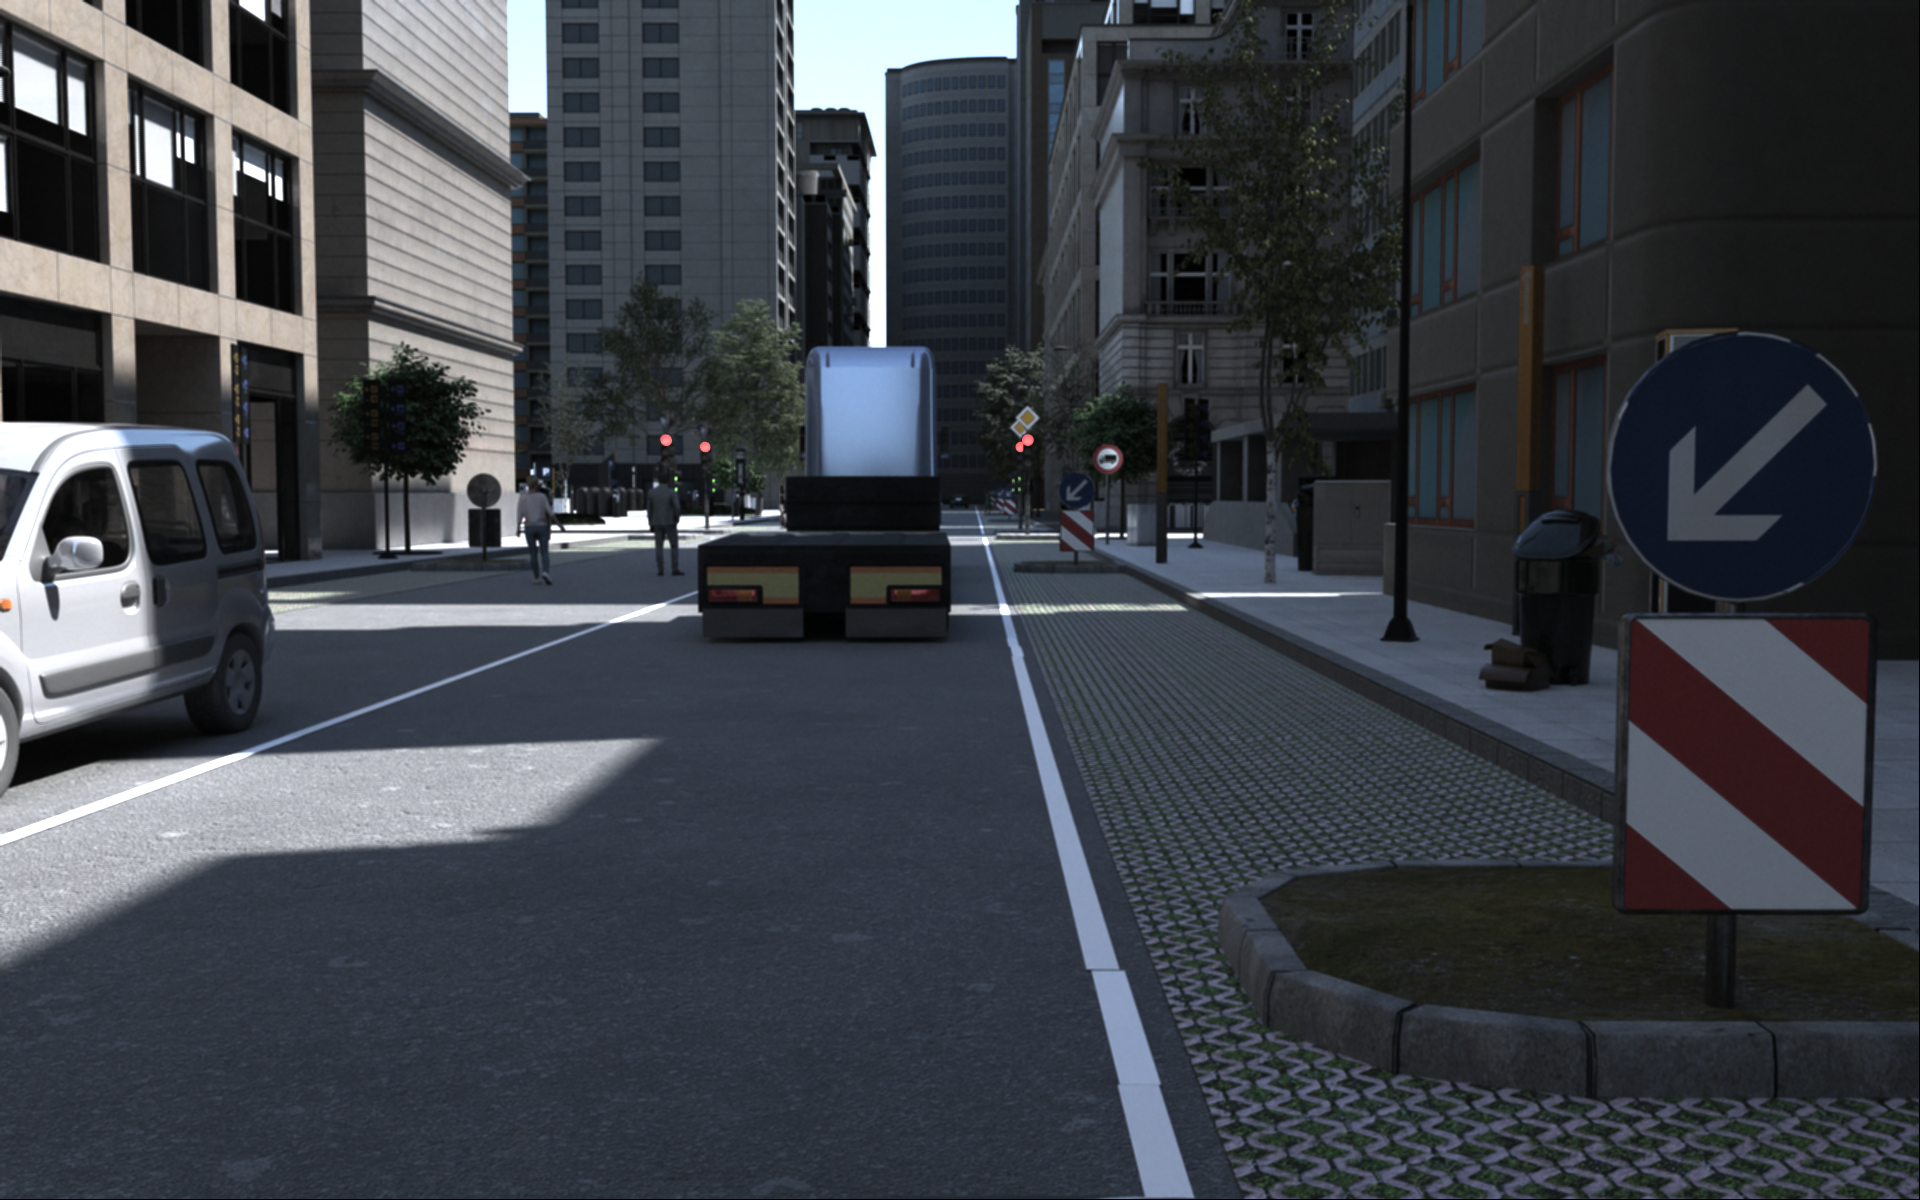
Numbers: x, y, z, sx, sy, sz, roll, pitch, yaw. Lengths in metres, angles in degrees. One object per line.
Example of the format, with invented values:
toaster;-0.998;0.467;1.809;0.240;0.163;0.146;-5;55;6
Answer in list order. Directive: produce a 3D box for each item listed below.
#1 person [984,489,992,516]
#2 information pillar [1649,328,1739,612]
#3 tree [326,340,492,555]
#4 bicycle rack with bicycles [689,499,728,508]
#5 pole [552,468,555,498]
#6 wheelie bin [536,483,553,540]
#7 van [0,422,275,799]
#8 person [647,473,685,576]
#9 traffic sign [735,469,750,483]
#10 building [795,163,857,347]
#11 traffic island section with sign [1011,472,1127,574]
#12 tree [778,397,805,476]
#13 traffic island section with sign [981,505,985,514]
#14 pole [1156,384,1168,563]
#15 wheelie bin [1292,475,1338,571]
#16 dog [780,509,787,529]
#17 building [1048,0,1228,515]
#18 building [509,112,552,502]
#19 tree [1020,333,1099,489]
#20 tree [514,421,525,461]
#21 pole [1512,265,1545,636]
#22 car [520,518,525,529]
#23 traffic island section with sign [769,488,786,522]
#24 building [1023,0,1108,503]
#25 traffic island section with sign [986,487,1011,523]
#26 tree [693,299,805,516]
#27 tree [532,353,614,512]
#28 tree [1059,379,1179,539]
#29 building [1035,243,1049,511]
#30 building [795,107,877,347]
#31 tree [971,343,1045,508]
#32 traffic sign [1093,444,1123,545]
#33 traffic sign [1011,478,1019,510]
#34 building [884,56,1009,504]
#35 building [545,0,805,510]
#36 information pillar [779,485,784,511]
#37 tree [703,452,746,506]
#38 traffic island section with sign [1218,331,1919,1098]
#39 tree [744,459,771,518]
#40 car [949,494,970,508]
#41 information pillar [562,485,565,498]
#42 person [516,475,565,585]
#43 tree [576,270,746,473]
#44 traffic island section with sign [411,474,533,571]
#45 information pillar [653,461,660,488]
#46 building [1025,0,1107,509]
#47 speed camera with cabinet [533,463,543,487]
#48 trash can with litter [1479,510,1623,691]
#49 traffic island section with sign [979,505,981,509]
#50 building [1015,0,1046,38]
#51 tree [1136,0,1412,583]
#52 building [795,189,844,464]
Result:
person;1.825;-6.398;113.349;0.529;1.795;0.600;0;4;-7
information pillar;3.323;-0.207;7.877;0.304;2.012;0.304;1;4;13
tree;-11.780;-3.265;37.095;4.285;4.588;4.351;0;3;0
bicycle rack with bicycles;-17.884;-6.682;122.638;2.925;0.926;2.852;-3;4;-37
pole;-31.615;-8.618;134.744;0.158;3.312;0.155;0;3;0
wheelie bin;-11.660;-2.462;48.156;0.693;1.594;0.980;-1;4;-18
van;-5.172;-0.126;9.074;2.013;2.044;4.112;0;4;2
person;-5.199;-1.340;30.509;0.635;1.810;0.391;0;4;-1
traffic sign;-10.752;-5.228;85.583;0.768;2.556;0.104;1;4;8
building;-24.084;-30.882;196.803;23.993;40.220;32.217;0;4;0
traffic island section with sign;2.000;-1.428;31.975;1.989;1.847;2.006;0;4;0
tree;-11.522;-10.781;126.630;4.737;8.622;4.395;0;3;0
traffic island section with sign;2.595;-6.517;115.173;1.989;1.847;2.006;0;4;0
pole;3.746;-2.340;32.095;0.158;3.312;0.155;0;3;0
wheelie bin;6.014;-1.291;29.018;0.980;1.594;0.693;1;4;21
dog;-7.134;-3.336;71.380;0.800;0.831;0.513;-2;4;-32
building;15.432;-17.986;98.580;19.350;26.468;34.151;0;4;0
building;-50.480;-33.452;201.564;28.867;44.769;22.147;0;4;0
tree;4.856;-7.832;78.407;4.360;8.622;3.978;0;3;0
tree;-36.112;-11.256;134.395;4.737;8.622;4.395;0;3;0
pole;5.122;-1.331;15.599;0.158;3.312;0.155;0;3;0
car;-17.255;-2.892;59.654;4.827;1.381;2.083;0;4;1
traffic island section with sign;-8.713;-4.904;88.814;1.989;1.847;2.006;0;4;0
building;16.929;-44.951;173.202;20.563;71.187;20.611;0;4;0
traffic island section with sign;2.394;-4.828;87.565;1.989;1.847;2.006;0;4;0
tree;-12.089;-11.208;101.377;7.486;12.596;7.792;0;3;0
tree;-20.546;-8.589;90.800;4.360;8.622;3.978;0;3;0
tree;4.581;-4.042;49.794;4.285;4.588;4.351;0;3;0
building;11.671;-17.793;127.079;11.583;22.565;21.152;0;4;0
building;-23.551;-39.575;236.292;27.495;52.752;28.713;0;4;0
tree;5.549;-14.562;144.742;9.857;13.997;8.962;0;3;0
traffic sign;3.752;-2.684;43.987;0.768;2.556;0.104;0;4;5
traffic sign;4.413;-8.318;136.110;0.768;2.556;0.104;0;4;7
building;4.270;-42.175;231.563;28.212;58.520;21.231;0;4;0
building;-22.496;-43.359;147.178;20.563;71.187;20.611;0;4;0
information pillar;-13.834;-7.938;134.273;0.304;2.012;0.304;-1;4;-21
tree;-17.659;-8.945;129.964;4.285;4.588;4.351;0;3;0
traffic island section with sign;1.812;0.221;5.021;1.989;1.847;2.006;0;4;0
tree;-11.355;-6.098;94.298;1.663;3.219;1.824;0;3;0
car;-0.077;-10.027;175.736;2.131;1.459;4.920;0;4;2
information pillar;-30.372;-7.857;132.956;0.304;2.012;0.304;0;4;4
person;-6.626;-1.118;27.451;0.731;1.740;0.598;-2;4;-24
tree;-12.643;-8.478;73.029;7.601;10.594;8.767;-1;4;-15
traffic island section with sign;-9.114;-1.479;32.811;1.989;1.847;2.006;0;4;0
information pillar;-21.305;-7.973;121.705;0.504;3.616;0.183;1;4;15
building;13.055;-30.970;156.471;14.600;45.320;14.200;0;4;0
speed camera with cabinet;-26.195;-6.962;108.169;0.660;3.252;2.038;-2;4;-29
trash can with litter;3.938;-0.012;11.581;0.624;1.170;1.055;3;5;42
traffic island section with sign;2.948;-9.584;165.328;1.989;1.847;2.006;0;4;0
building;16.885;-40.123;198.017;21.231;58.520;28.212;0;4;0
tree;4.706;-4.544;24.665;4.737;8.622;4.395;0;3;0
building;-18.599;-24.124;166.134;14.160;30.474;14.107;0;4;0
